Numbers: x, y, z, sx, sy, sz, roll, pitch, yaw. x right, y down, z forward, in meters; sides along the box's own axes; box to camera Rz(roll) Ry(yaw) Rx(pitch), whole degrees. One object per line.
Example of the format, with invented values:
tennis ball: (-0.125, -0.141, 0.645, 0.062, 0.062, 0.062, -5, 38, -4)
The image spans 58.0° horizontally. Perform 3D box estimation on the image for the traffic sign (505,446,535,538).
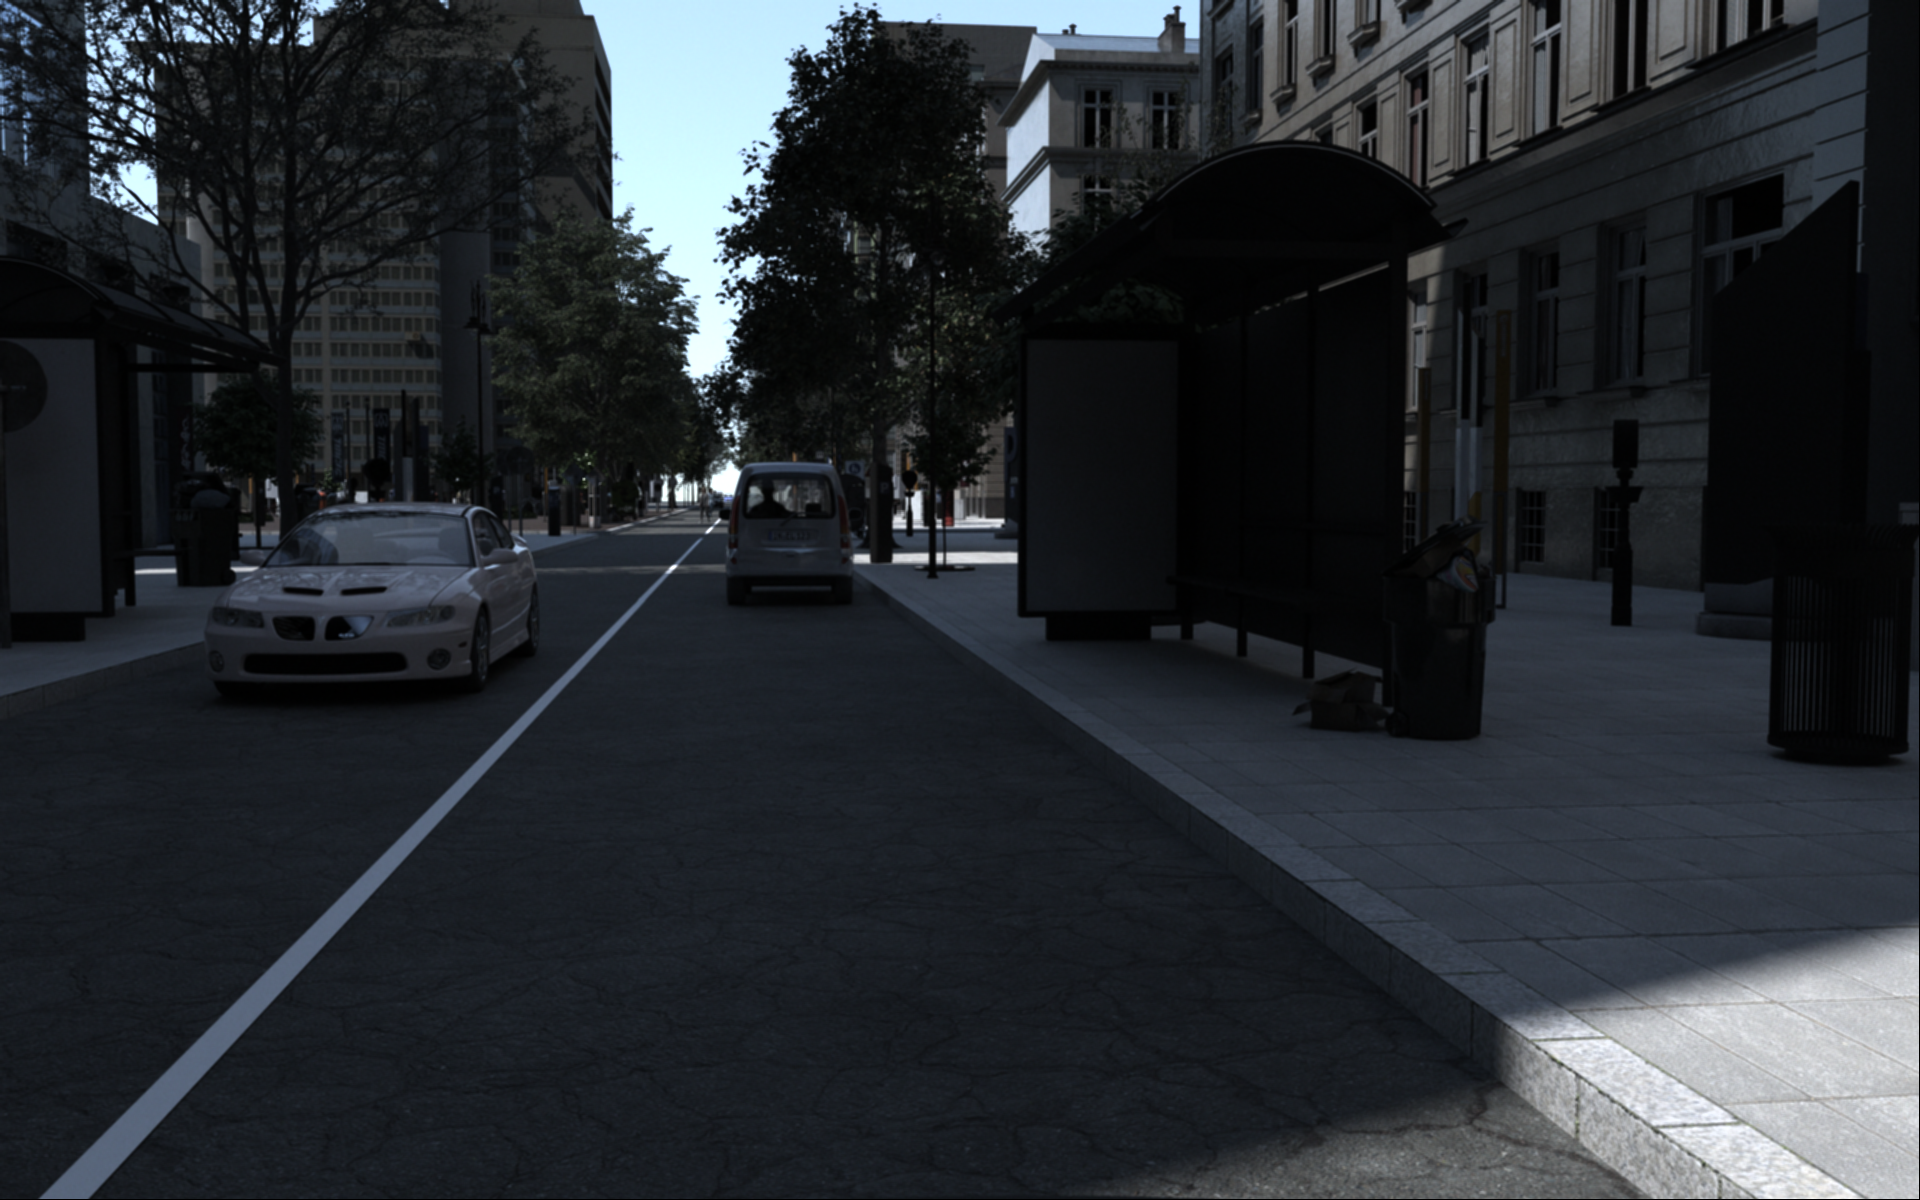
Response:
traffic sign: (-11.567, -2.780, 45.566, 0.768, 2.556, 0.104, 0, 4, -6)

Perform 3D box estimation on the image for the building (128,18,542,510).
building: (-48.856, -27.753, 145.637, 32.217, 40.220, 23.993, 0, 4, -7)

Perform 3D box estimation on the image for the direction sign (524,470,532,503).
direction sign: (-26.573, -7.057, 107.385, 0.876, 3.537, 0.379, -2, 4, -34)

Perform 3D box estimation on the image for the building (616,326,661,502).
building: (-56.823, -31.430, 285.575, 14.160, 30.474, 14.107, 0, 4, -7)

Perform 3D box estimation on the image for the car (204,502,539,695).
car: (-4.533, -0.095, 13.919, 2.083, 1.381, 4.827, 0, 4, -6)

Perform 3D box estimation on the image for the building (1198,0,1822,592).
building: (15.445, -12.284, 34.127, 16.112, 22.955, 30.059, 0, 4, -7)

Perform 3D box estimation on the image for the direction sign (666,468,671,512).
direction sign: (-21.310, -8.234, 126.624, 0.379, 3.537, 0.876, -1, 4, -9)

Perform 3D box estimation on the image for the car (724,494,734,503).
car: (-36.339, -16.029, 271.668, 1.945, 1.707, 3.694, 0, 4, -7)

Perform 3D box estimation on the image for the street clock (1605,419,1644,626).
street clock: (6.465, -0.752, 16.872, 0.358, 2.002, 0.471, 1, 4, 20)

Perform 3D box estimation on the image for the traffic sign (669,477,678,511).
traffic sign: (-22.039, -8.119, 132.847, 0.768, 2.556, 0.104, 0, 4, 0)

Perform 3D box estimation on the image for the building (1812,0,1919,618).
building: (16.248, -13.848, 3.913, 11.434, 29.767, 29.804, 0, 4, -7)

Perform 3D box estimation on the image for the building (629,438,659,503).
building: (-60.487, -25.563, 262.999, 27.650, 21.520, 28.899, 0, 4, -7)

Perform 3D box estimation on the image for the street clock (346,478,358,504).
street clock: (-27.006, -4.429, 76.984, 0.358, 2.002, 0.471, 3, 5, 40)

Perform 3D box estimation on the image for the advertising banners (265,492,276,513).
advertising banners: (-47.637, -7.586, 120.218, 0.090, 3.025, 2.074, 1, 4, 21)

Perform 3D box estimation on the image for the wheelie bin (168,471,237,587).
wheelie bin: (-10.561, -0.994, 24.166, 0.980, 1.594, 0.693, 1, 4, 23)

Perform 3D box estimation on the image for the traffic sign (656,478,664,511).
traffic sign: (-23.465, -8.258, 135.120, 0.768, 2.556, 0.104, 0, 4, -5)

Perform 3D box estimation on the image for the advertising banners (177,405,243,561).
advertising banners: (-14.664, -2.300, 33.794, 2.074, 3.025, 0.090, 2, 4, 35)

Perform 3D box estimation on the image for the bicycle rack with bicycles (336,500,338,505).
bicycle rack with bicycles: (-37.521, -5.562, 104.328, 2.925, 0.926, 2.852, 2, 4, 26)

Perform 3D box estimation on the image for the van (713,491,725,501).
van: (-31.672, -13.415, 226.341, 2.013, 2.044, 4.112, 0, 4, -7)

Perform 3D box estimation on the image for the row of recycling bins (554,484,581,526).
row of recycling bins: (-16.224, -3.898, 70.843, 1.069, 1.692, 3.534, -1, 4, -20)

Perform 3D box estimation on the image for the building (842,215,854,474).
building: (-1.601, -35.005, 191.947, 23.786, 49.044, 30.456, 0, 4, -7)

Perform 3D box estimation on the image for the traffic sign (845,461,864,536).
traffic sign: (-3.213, -3.110, 52.980, 0.606, 2.300, 0.079, 0, 4, 2)

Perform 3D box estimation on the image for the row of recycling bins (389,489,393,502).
row of recycling bins: (-39.893, -7.118, 123.490, 1.069, 1.692, 3.534, 0, 4, -4)

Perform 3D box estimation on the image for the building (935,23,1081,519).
building: (5.425, -18.655, 102.268, 12.463, 27.353, 25.104, 0, 4, -7)

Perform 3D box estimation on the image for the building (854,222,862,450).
building: (-3.383, -29.684, 168.921, 14.154, 41.232, 14.086, 0, 4, -7)

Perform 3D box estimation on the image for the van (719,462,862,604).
van: (-2.340, -1.033, 23.901, 2.013, 2.044, 4.112, 0, 4, -5)

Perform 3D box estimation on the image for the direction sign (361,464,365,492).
direction sign: (-45.542, -8.577, 132.228, 0.379, 3.537, 0.876, 0, 4, -1)

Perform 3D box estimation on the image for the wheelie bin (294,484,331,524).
wheelie bin: (-19.597, -2.694, 51.947, 0.693, 1.594, 0.980, 2, 4, 31)

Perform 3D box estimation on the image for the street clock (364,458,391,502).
street clock: (-11.833, -1.874, 35.206, 0.471, 2.002, 0.358, -3, 5, -40)

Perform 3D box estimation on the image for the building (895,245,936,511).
building: (2.108, -17.453, 127.156, 13.314, 21.916, 24.055, 0, 4, -7)

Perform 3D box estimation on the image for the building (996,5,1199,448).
building: (19.901, -16.021, 81.026, 34.723, 24.649, 14.460, 0, 4, -7)

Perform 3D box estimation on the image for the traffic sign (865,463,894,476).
traffic sign: (-2.396, -3.162, 51.708, 0.884, 2.594, 0.081, 0, 4, 1)

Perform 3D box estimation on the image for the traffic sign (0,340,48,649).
traffic sign: (-7.931, -0.870, 14.324, 0.768, 2.556, 0.104, 0, 4, -4)

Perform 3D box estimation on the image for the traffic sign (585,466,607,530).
traffic sign: (-13.055, -3.578, 62.145, 0.795, 2.450, 0.064, 0, 4, -7)

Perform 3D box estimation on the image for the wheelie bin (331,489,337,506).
wheelie bin: (-36.784, -5.694, 101.011, 0.980, 1.594, 0.693, 0, 4, 8)

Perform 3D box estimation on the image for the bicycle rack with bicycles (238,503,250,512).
bicycle rack with bicycles: (-50.086, -6.801, 124.580, 2.852, 0.926, 2.925, -2, 4, -29)

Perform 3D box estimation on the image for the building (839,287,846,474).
building: (-11.975, -28.515, 237.919, 14.160, 30.474, 14.107, 0, 4, -7)

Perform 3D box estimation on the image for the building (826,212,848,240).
building: (-10.645, -43.870, 259.272, 21.231, 58.520, 28.212, 0, 4, -7)

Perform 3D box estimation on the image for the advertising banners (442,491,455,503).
advertising banners: (-29.208, -6.323, 99.568, 0.090, 3.025, 2.074, 1, 4, 14)

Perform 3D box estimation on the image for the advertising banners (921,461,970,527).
advertising banners: (-0.497, -4.376, 67.733, 2.074, 3.025, 0.090, -1, 4, -13)

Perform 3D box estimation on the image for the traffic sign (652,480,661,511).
traffic sign: (-22.458, -7.713, 128.235, 0.606, 2.300, 0.079, 0, 4, -7)

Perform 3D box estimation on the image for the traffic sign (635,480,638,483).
traffic sign: (-24.055, -7.822, 127.887, 0.884, 2.594, 0.081, 0, 4, 1)

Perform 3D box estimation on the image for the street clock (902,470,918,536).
street clock: (-1.525, -2.927, 52.422, 0.471, 2.002, 0.358, 0, 4, 4)

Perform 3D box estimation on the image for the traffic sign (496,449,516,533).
traffic sign: (-12.789, -2.999, 49.148, 0.768, 2.556, 0.104, 0, 3, 0)

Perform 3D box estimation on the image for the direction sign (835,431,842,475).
direction sign: (-4.387, -4.309, 62.456, 0.379, 3.537, 0.876, -1, 4, -18)

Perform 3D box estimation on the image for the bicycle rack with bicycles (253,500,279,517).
bicycle rack with bicycles: (-38.956, -5.277, 99.658, 2.925, 0.926, 2.852, -1, 4, -16)

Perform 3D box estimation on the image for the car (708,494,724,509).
car: (-24.551, -9.989, 173.104, 2.009, 1.686, 4.222, 0, 4, -5)

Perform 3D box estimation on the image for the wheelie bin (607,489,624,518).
wheelie bin: (-17.741, -4.980, 89.332, 0.980, 1.594, 0.693, -1, 4, -23)

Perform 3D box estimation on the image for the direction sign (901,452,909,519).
direction sign: (-2.807, -5.914, 88.692, 0.379, 3.537, 0.876, 2, 4, 26)

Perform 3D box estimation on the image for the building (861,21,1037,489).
building: (-1.039, -28.816, 154.728, 14.154, 41.232, 14.086, 0, 4, -7)

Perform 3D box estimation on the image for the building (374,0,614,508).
building: (-45.361, -33.336, 168.745, 21.300, 48.544, 21.600, 0, 4, -7)

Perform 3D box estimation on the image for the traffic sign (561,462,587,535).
traffic sign: (-12.068, -3.093, 54.220, 0.795, 2.450, 0.064, 0, 4, -7)

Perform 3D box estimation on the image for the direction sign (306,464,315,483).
direction sign: (-48.581, -8.413, 129.557, 0.379, 3.537, 0.876, 1, 4, 23)
